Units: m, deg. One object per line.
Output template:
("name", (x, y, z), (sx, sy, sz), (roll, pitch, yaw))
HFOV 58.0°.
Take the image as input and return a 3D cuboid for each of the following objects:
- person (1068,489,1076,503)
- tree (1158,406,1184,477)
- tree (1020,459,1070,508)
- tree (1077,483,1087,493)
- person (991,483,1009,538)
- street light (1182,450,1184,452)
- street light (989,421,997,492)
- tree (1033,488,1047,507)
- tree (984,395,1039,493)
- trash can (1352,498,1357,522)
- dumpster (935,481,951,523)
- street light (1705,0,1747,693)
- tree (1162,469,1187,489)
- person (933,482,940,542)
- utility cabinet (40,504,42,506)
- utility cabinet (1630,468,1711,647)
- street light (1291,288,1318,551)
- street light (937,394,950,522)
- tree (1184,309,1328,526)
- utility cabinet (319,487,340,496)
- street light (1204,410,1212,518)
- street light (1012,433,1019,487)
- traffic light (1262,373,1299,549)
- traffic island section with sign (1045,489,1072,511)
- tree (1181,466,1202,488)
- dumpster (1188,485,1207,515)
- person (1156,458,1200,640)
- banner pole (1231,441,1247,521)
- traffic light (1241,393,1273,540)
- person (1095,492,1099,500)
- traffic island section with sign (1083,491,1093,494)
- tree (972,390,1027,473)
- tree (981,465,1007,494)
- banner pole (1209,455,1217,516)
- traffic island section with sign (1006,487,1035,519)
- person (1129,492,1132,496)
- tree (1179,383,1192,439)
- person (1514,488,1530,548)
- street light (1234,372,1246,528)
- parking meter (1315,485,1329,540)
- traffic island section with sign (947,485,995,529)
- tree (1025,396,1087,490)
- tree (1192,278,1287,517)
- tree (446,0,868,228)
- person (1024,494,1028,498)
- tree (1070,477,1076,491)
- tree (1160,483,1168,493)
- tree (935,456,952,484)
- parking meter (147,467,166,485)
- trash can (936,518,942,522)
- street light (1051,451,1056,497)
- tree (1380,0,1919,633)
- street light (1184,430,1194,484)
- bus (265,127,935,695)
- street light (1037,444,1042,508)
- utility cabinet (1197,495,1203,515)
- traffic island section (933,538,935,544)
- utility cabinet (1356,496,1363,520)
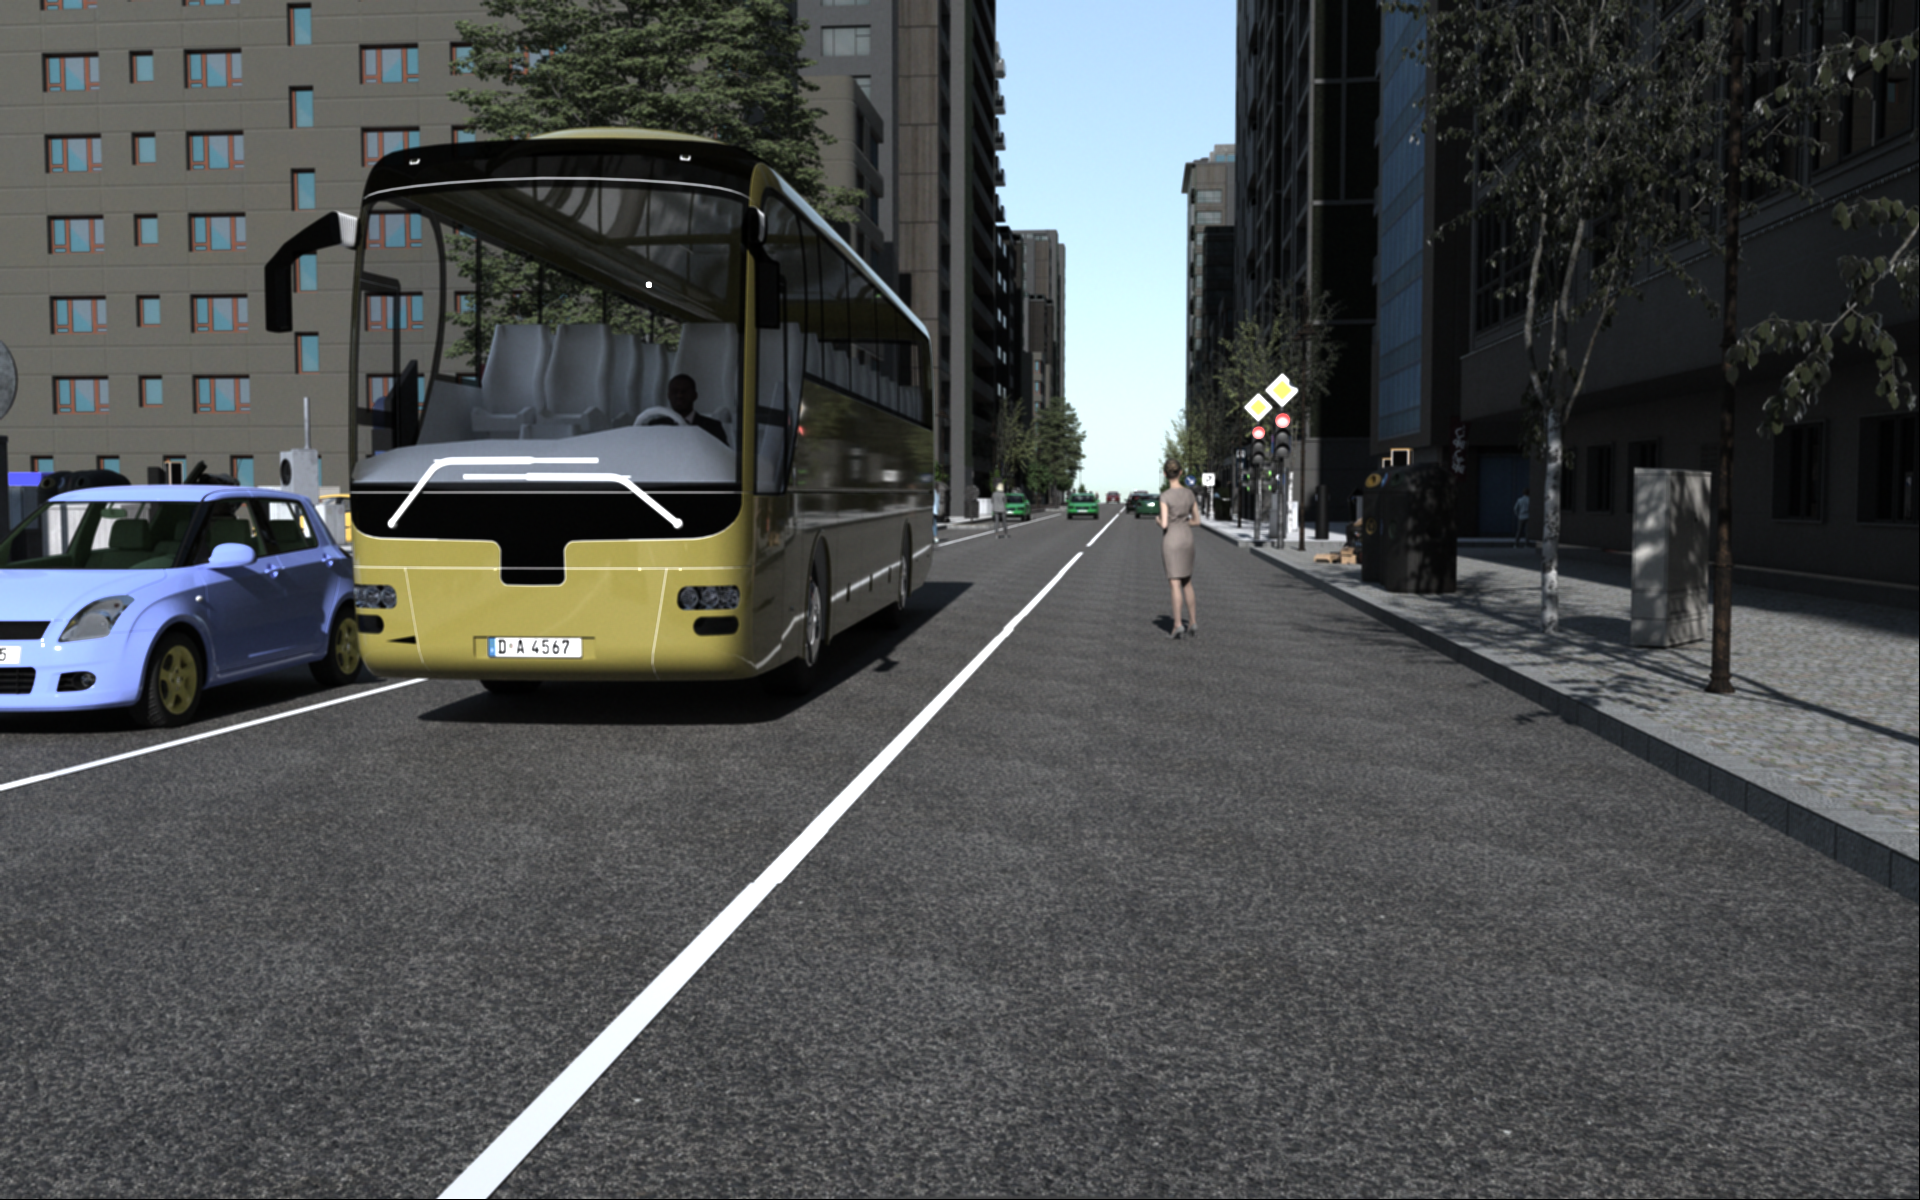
("person", (7.436, -6.387, 113.276), (0.623, 1.781, 0.721), (-1, 4, -23))
("tree", (17.783, -10.976, 129.828), (4.737, 8.622, 4.395), (0, 3, 0))
("tree", (7.228, -10.887, 161.709), (4.285, 4.588, 4.351), (0, 3, 0))
("tree", (19.891, -17.500, 280.730), (1.663, 3.219, 1.824), (0, 3, 0))
("person", (1.283, -2.904, 56.162), (0.537, 1.800, 0.526), (2, 4, 26))
("street light", (18.343, -10.312, 141.386), (0.468, 5.910, 1.993), (0, 4, 6))
("street light", (2.099, -8.226, 107.277), (0.468, 5.910, 1.993), (0, 4, 6))
("tree", (8.439, -11.269, 178.850), (1.663, 3.219, 1.824), (0, 3, 0))
("tree", (3.785, -10.952, 129.432), (4.737, 8.622, 4.395), (0, 3, 0))
("trash can", (13.147, -2.737, 56.406), (0.748, 1.137, 0.748), (0, 3, 0))
("dumpster", (-1.110, -4.318, 76.360), (1.264, 1.857, 1.865), (0, 4, 6))
("street light", (4.928, -2.340, 11.050), (0.468, 5.910, 1.993), (0, 4, 6))
("tree", (23.679, -12.591, 189.581), (4.285, 4.588, 4.351), (0, 3, 0))
("person", (-0.775, -2.606, 51.369), (0.793, 1.790, 0.793), (-1, 4, -12))
("utility cabinet", (-7.301, -0.213, 14.640), (1.020, 1.237, 0.306), (2, 4, 27))
("utility cabinet", (6.090, -0.374, 14.791), (0.318, 1.500, 1.173), (3, 4, 39))
("street light", (7.749, -4.055, 39.095), (0.468, 5.910, 1.993), (0, 4, 6))
("street light", (-0.774, -6.511, 79.238), (0.468, 5.910, 1.993), (0, 4, 6))
("tree", (12.279, -7.287, 69.504), (4.737, 8.622, 4.395), (0, 3, 0))
("utility cabinet", (-18.871, -2.586, 50.967), (1.173, 1.500, 0.318), (-3, 5, -41))
("street light", (13.408, -7.398, 93.742), (0.468, 5.910, 1.993), (0, 4, 6))
("street light", (3.990, -9.366, 125.916), (0.468, 5.910, 1.993), (0, 4, 6))
("traffic light", (7.465, -3.145, 40.347), (0.839, 4.253, 0.868), (0, 4, 6))
("traffic island section with sign", (8.334, -8.557, 148.536), (1.989, 1.847, 2.006), (0, 4, 6))
("tree", (16.093, -7.680, 120.168), (1.663, 3.219, 1.824), (0, 3, 0))
("dumpster", (14.834, -6.292, 108.627), (1.264, 1.857, 1.865), (0, 4, 6))
("person", (2.136, -0.505, 17.090), (0.599, 1.781, 0.374), (-2, 4, -35))
("banner pole", (13.082, -5.610, 81.735), (0.863, 3.779, 0.401), (0, 4, 2))
("traffic light", (8.279, -3.631, 48.291), (0.839, 4.253, 0.868), (0, 4, 6))
("person", (21.289, -15.888, 268.794), (0.617, 1.759, 0.750), (-1, 4, -12))
("traffic island section with sign", (19.528, -15.230, 257.642), (1.989, 1.847, 2.006), (0, 4, 6))
("tree", (2.585, -10.468, 121.514), (4.360, 8.622, 3.978), (0, 3, 0))
("tree", (2.480, -7.389, 115.416), (1.663, 3.219, 1.824), (0, 3, 0))
("banner pole", (14.866, -6.824, 101.590), (0.401, 3.779, 0.863), (2, 4, 34))
("traffic island section with sign", (3.264, -5.530, 99.043), (1.989, 1.847, 2.006), (0, 4, 6))
("person", (24.838, -14.818, 251.438), (0.551, 1.740, 0.621), (-1, 4, -22))
("tree", (14.633, -9.082, 98.845), (4.360, 8.622, 3.978), (0, 3, 0))
("person", (14.722, -2.127, 45.084), (0.589, 1.601, 0.330), (3, 4, 38))
("street light", (10.572, -5.661, 65.348), (0.468, 5.910, 1.993), (0, 4, 6))
("parking meter", (10.202, -2.469, 48.772), (0.372, 1.533, 0.369), (0, 3, 0))
("traffic island section with sign", (0.527, -3.890, 72.227), (1.989, 1.847, 2.006), (0, 4, 6))
("tree", (11.411, -17.269, 200.477), (7.486, 12.596, 7.792), (0, 3, 0))
("tree", (10.715, -6.526, 57.058), (4.360, 8.622, 3.978), (0, 3, 0))
("tree", (-5.396, -6.916, 31.198), (7.486, 12.596, 7.792), (0, 3, 0))
("person", (7.399, -11.991, 204.186), (1.348, 1.869, 0.705), (-1, 4, -19))
("tree", (13.162, -14.526, 221.214), (4.285, 4.588, 4.351), (0, 3, 0))
("tree", (25.519, -13.145, 209.516), (1.663, 3.219, 1.824), (0, 3, 0))
("tree", (-1.374, -5.653, 87.023), (1.663, 3.219, 1.824), (0, 3, 0))
("parking meter", (-17.322, -1.937, 37.385), (0.255, 1.863, 0.399), (0, 4, -5))
("trash can", (-0.986, -4.241, 80.999), (0.748, 1.137, 0.748), (0, 3, 0))
("street light", (9.925, -12.855, 182.970), (0.468, 5.910, 1.993), (0, 4, 6))
("tree", (5.712, -4.007, 15.869), (4.360, 8.622, 3.978), (0, 3, 0))
("street light", (16.263, -9.141, 122.246), (0.468, 5.910, 1.993), (0, 4, 6))
("bus", (-2.005, -1.473, 15.627), (2.896, 3.916, 12.252), (0, 4, 4))
("street light", (7.048, -11.140, 154.931), (0.468, 5.910, 1.993), (0, 4, 6))
("utility cabinet", (14.780, -5.840, 106.651), (0.306, 1.237, 1.020), (1, 4, 14))
("traffic island section", (-1.820, -1.661, 49.442), (2.009, 0.180, 2.903), (0, 4, 6))
("utility cabinet", (12.337, -2.502, 52.076), (0.306, 1.237, 1.020), (-1, 4, -22))
